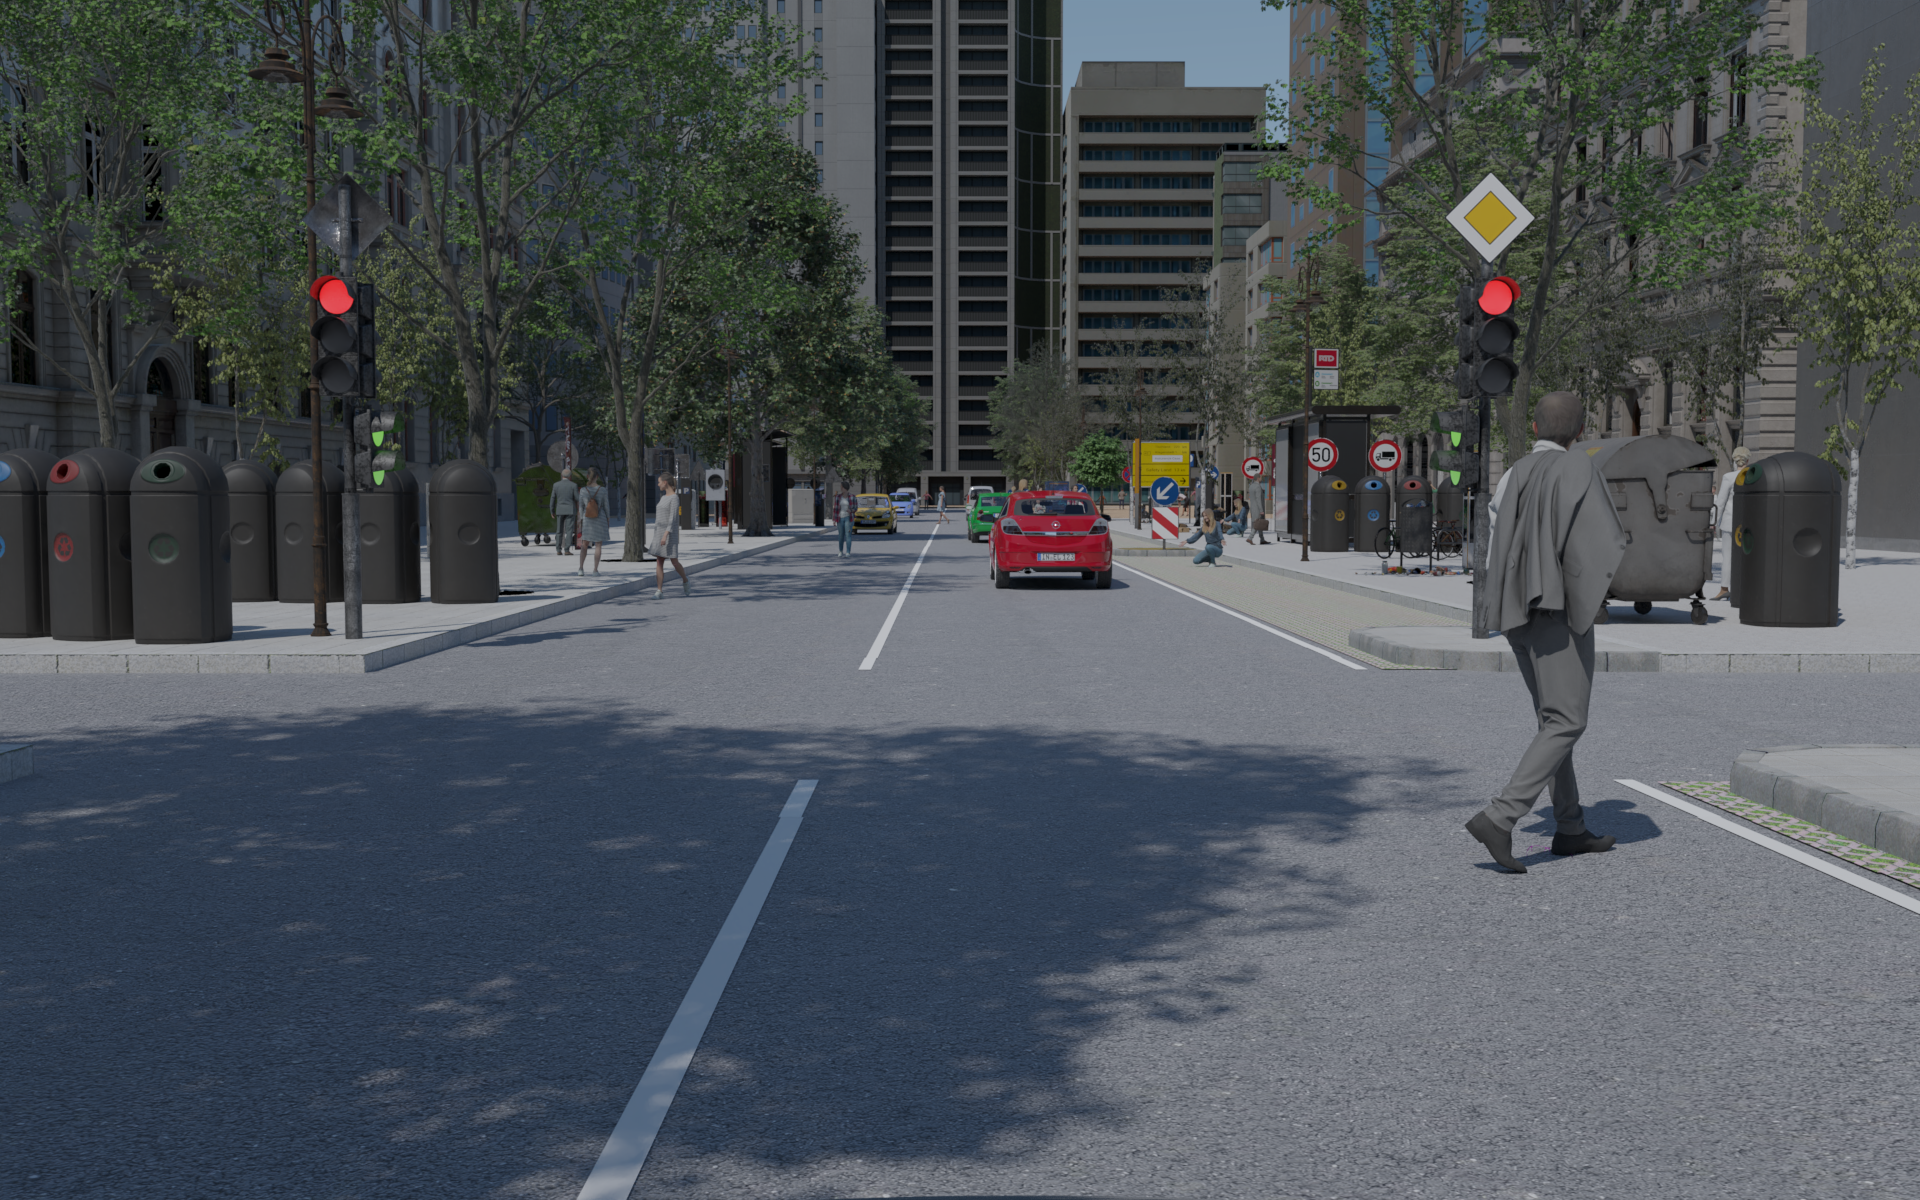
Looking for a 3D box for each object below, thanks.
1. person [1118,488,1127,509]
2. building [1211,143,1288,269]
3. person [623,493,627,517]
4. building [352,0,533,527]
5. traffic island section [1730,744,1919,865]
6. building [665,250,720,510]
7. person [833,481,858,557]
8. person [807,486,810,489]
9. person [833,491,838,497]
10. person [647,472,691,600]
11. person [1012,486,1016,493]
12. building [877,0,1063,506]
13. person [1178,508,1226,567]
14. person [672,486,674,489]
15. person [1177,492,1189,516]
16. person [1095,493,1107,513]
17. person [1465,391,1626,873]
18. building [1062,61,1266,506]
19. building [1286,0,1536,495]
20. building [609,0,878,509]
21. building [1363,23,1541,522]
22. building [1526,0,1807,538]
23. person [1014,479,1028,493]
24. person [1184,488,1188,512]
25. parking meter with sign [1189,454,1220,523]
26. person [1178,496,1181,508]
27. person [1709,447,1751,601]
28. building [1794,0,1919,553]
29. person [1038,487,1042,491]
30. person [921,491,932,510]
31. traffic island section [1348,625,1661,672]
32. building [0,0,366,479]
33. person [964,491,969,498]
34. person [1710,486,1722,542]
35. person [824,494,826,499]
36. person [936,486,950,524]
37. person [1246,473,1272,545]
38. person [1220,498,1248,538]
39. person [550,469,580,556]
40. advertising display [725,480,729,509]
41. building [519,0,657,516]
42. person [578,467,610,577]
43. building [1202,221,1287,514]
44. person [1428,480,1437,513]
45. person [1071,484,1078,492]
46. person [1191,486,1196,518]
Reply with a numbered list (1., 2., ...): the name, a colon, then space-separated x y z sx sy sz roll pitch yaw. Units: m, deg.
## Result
1. person: 13.738 -8.543 146.254 0.617 1.759 0.750 2 4 28
2. building: 27.949 -22.854 145.361 14.160 30.474 14.107 0 4 0
3. person: -18.937 -5.640 98.698 0.568 1.767 0.683 0 4 2
4. building: -27.499 -17.560 74.489 14.401 28.519 23.554 0 4 0
5. traffic island section: 4.678 0.910 7.410 2.009 0.180 2.903 0 4 0
6. building: -35.381 -17.962 138.723 28.899 21.520 27.650 0 4 0
7. person: -2.593 -1.833 39.307 0.563 1.720 0.643 1 4 10
8. person: -9.122 -5.941 103.907 1.217 1.735 0.721 -2 4 -26
9. person: -12.337 -9.952 172.042 1.217 1.723 0.721 3 4 39
10. person: -3.994 -0.886 23.742 0.466 1.731 0.760 1 4 22
11. person: 2.344 -3.718 69.967 0.731 1.740 0.598 -2 4 -34
12. building: 1.292 -46.385 196.651 20.611 71.187 20.563 0 4 0
13. person: 4.868 -1.204 33.688 0.738 1.151 1.012 -3 5 -40
14. person: -12.004 -3.934 72.171 0.330 1.601 0.589 0 4 3
15. person: 12.764 -5.513 99.373 0.799 1.438 0.628 -1 4 -16
16. person: 8.455 -5.762 103.507 0.557 1.426 1.065 -2 4 -34
17. person: 2.293 0.117 6.685 0.850 1.850 0.679 -2 4 -27
18. building: 22.395 -35.133 198.128 21.600 48.544 21.300 0 4 0
19. building: 27.431 -27.584 101.110 14.600 45.320 14.200 0 4 0
20. building: -23.233 -40.036 196.595 28.212 58.520 21.231 0 4 0
21. building: 27.608 -14.473 78.440 13.314 21.916 24.055 0 4 0
22. building: 26.749 -13.918 56.431 11.050 23.489 19.941 0 4 0
23. person: 1.697 -2.108 43.184 0.699 1.804 1.509 -1 4 -17
24. person: 16.449 -7.263 125.504 0.721 1.735 1.217 1 4 13
25. parking meter with sign: 10.730 -4.874 75.948 1.738 3.016 0.543 -2 4 -32
26. person: 20.798 -9.487 164.342 0.628 1.438 0.799 -1 4 -20
27. person: 9.295 -0.894 20.538 0.514 1.842 0.818 -2 4 -30
28. building: 35.777 -13.251 35.721 30.058 24.678 14.314 0 4 0
29. person: 4.172 -4.929 89.431 0.374 1.781 0.599 0 4 -5
30. person: -3.125 -9.210 159.796 1.217 1.743 0.721 1 4 16
31. traffic island section: 4.648 0.421 15.395 2.009 0.180 2.903 0 4 0
32. building: -26.806 -13.850 45.526 14.460 24.649 34.723 0 4 0
33. person: 0.813 -8.430 147.056 1.217 1.743 0.721 1 4 21
34. person: 20.344 -2.328 46.708 0.503 1.515 0.523 0 4 -5
35. person: -12.740 -9.467 164.058 0.697 1.427 0.421 3 5 42
36. person: -0.797 -4.521 82.519 0.778 1.811 0.616 2 4 32
37. person: 7.550 -2.299 43.733 0.767 1.812 0.694 -1 4 -11
38. person: 8.158 -2.418 51.084 0.738 1.151 1.012 -1 4 -12
39. person: -8.240 -1.839 36.294 0.661 1.801 0.590 0 4 2
40. advertising display: -10.650 -4.514 79.012 0.123 1.923 0.974 -1 4 -22
41. building: -30.697 -34.337 103.413 21.231 58.520 28.212 0 4 0
42. person: -5.698 -1.215 26.907 0.512 1.701 0.522 -1 4 -9
43. building: 33.268 -17.074 124.191 27.650 21.520 28.899 0 4 0
44. person: 17.540 -3.585 64.899 0.529 1.795 0.600 -2 4 -30
45. person: 3.372 -2.635 52.427 0.643 1.720 0.563 2 4 25
46. person: 12.944 -5.349 94.225 1.217 1.743 0.721 -2 4 -32
